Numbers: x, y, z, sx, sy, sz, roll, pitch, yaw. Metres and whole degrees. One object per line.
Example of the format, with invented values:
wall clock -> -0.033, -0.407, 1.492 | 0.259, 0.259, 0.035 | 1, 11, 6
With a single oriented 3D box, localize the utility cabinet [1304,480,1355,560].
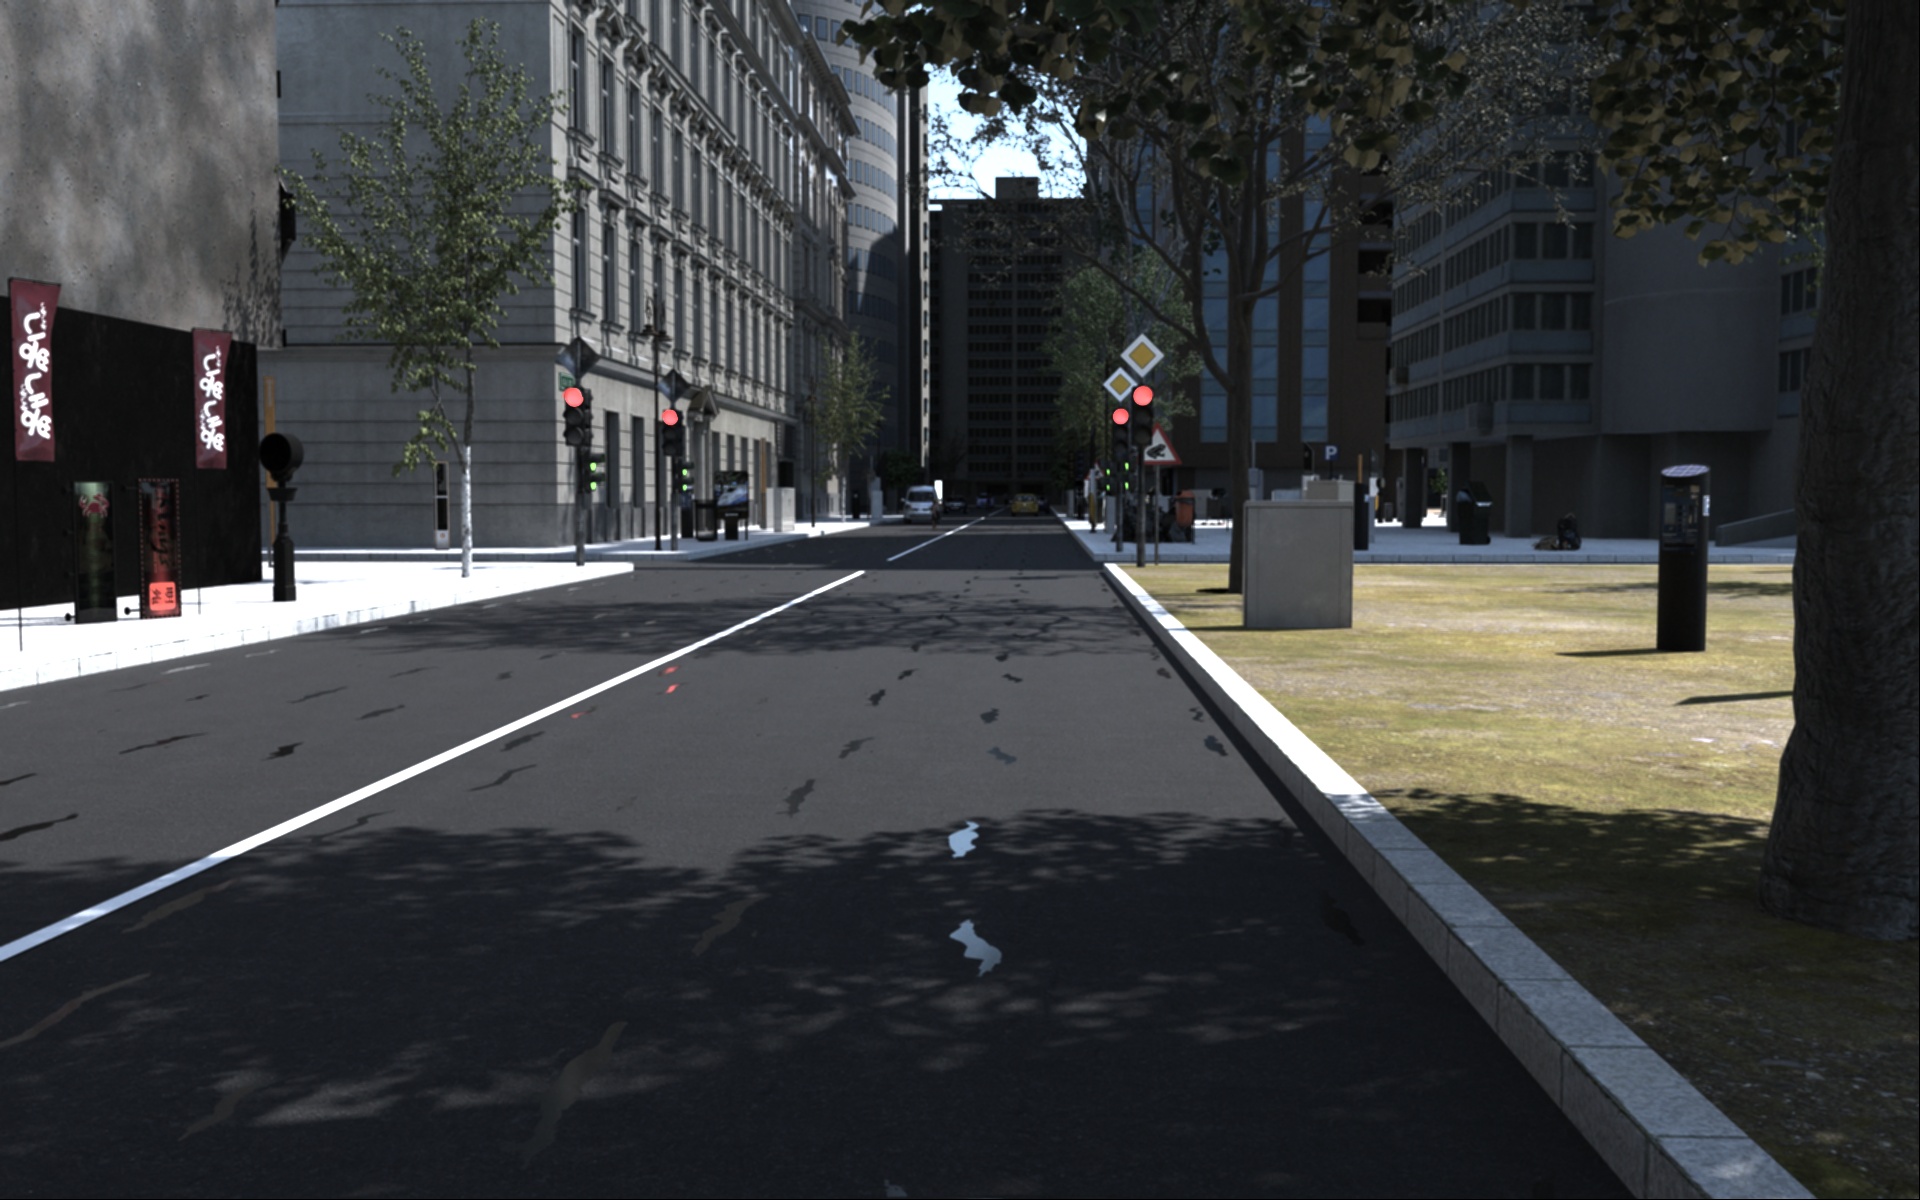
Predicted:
utility cabinet -> 5.912, -1.160, 27.637 | 0.318, 1.500, 1.173 | -1, 4, -12

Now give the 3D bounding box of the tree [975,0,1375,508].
tree -> 6.057, -11.734, 47.740 | 12.611, 20.169, 13.585 | 0, 3, 0

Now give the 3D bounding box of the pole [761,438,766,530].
pole -> -7.111, -4.210, 62.672 | 0.158, 3.312, 0.155 | 0, 3, 0

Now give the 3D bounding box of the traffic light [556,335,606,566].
traffic light -> -6.744, -2.557, 30.731 | 0.839, 4.253, 0.868 | 0, 4, 3

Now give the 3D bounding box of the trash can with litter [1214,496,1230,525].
trash can with litter -> 10.113, -3.704, 71.615 | 2.233, 1.210, 1.678 | 2, 4, 27

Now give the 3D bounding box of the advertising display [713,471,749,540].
advertising display -> -6.349, -2.621, 48.063 | 0.974, 1.923, 0.123 | -1, 4, -17

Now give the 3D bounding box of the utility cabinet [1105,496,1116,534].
utility cabinet -> 4.835, -2.717, 55.582 | 0.306, 1.237, 1.020 | 0, 4, 2

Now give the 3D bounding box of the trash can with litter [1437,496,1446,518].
trash can with litter -> 27.033, -5.111, 94.624 | 2.233, 1.210, 1.678 | 0, 4, 2

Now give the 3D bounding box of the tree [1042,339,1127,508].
tree -> 6.535, -8.002, 81.197 | 4.737, 8.622, 4.395 | 0, 3, 0

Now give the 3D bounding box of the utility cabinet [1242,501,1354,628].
utility cabinet -> 3.250, -0.338, 16.691 | 1.020, 1.237, 0.306 | 0, 4, 5

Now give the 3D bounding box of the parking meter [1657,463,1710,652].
parking meter -> 5.935, -0.355, 14.213 | 0.372, 1.533, 0.369 | 0, 3, 0

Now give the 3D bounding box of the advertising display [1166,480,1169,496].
advertising display -> 9.517, -4.538, 79.409 | 0.123, 1.923, 0.974 | 0, 4, 6

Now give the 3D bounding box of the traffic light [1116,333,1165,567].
traffic light -> 3.158, -2.531, 30.307 | 0.839, 4.253, 0.868 | 0, 4, 3

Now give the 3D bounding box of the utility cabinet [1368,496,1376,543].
utility cabinet -> 10.563, -2.091, 45.344 | 0.306, 1.237, 1.020 | 2, 4, 32

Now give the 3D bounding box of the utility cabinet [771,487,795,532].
utility cabinet -> -5.862, -3.013, 57.948 | 0.318, 1.500, 1.173 | 1, 4, 16

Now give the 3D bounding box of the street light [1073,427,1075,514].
street light -> 7.445, -8.543, 112.473 | 0.468, 5.910, 1.993 | 0, 4, 3

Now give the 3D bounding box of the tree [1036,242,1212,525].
tree -> 6.679, -8.911, 71.442 | 9.928, 11.665, 9.643 | 0, 3, 0

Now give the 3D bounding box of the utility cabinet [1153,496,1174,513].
utility cabinet -> 6.573, -2.646, 54.422 | 1.020, 1.237, 0.306 | 1, 4, 9

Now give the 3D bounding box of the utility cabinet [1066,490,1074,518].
utility cabinet -> 5.890, -5.145, 92.796 | 0.318, 1.500, 1.173 | 0, 4, -3

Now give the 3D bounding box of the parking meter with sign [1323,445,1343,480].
parking meter with sign -> 13.530, -4.046, 62.409 | 0.543, 3.016, 1.738 | 2, 4, 23

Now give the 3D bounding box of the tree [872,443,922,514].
tree -> -4.057, -7.775, 110.829 | 4.285, 4.588, 4.351 | 0, 3, 0

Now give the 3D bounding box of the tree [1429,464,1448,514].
tree -> 30.802, -7.125, 111.094 | 1.663, 3.219, 1.824 | 0, 3, 0

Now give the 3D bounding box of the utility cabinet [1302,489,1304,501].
utility cabinet -> 14.237, -3.699, 69.164 | 1.173, 1.500, 0.318 | 3, 4, 36

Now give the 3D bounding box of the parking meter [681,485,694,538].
parking meter -> -7.946, -2.571, 50.442 | 0.372, 1.533, 0.369 | 0, 3, 0

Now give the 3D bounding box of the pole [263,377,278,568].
pole -> -12.014, -2.223, 30.195 | 0.158, 3.312, 0.155 | 0, 3, 0

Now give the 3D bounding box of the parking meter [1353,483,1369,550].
parking meter -> 9.148, -1.906, 39.572 | 0.372, 1.533, 0.369 | 0, 3, 0

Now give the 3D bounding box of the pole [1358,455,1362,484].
pole -> 20.608, -5.840, 89.328 | 0.158, 3.312, 0.155 | 0, 3, 0

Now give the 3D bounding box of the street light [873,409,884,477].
street light -> -4.418, -7.413, 93.997 | 0.468, 5.910, 1.993 | 0, 4, 3

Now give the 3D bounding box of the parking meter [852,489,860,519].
parking meter -> -5.326, -4.915, 88.769 | 0.372, 1.533, 0.369 | 0, 3, 0

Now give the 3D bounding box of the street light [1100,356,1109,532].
street light -> 4.926, -5.228, 58.263 | 0.468, 5.910, 1.993 | 0, 4, 3

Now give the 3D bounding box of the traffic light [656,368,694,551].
traffic light -> -6.388, -3.045, 38.708 | 0.839, 4.253, 0.868 | 0, 4, 3

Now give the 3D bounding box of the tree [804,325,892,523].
tree -> -5.122, -7.708, 76.385 | 4.737, 8.622, 4.395 | 0, 3, 0

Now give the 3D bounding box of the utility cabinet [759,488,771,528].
utility cabinet -> -6.908, -3.406, 64.375 | 1.173, 1.500, 0.318 | -3, 5, -43

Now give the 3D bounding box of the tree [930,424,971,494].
tree -> -0.943, -14.160, 181.871 | 4.360, 8.622, 3.978 | 0, 3, 0

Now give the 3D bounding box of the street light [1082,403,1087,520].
street light -> 6.091, -6.884, 85.339 | 0.468, 5.910, 1.993 | 0, 4, 3

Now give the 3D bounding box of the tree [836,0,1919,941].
tree -> 2.908, -6.012, 4.947 | 9.857, 13.997, 8.962 | 0, 3, 0

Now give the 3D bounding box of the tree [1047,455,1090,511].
tree -> 8.405, -9.151, 133.335 | 4.285, 4.588, 4.351 | 0, 3, 0

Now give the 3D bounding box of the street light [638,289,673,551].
street light -> -6.859, -4.061, 39.186 | 0.468, 5.910, 1.993 | 0, 4, 3

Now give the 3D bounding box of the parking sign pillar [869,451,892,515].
parking sign pillar -> -4.924, -7.235, 106.769 | 1.447, 3.967, 1.447 | 1, 4, 16

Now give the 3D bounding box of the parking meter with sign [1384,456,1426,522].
parking meter with sign -> 20.332, -5.073, 79.211 | 1.738, 3.016, 0.543 | 0, 4, 5

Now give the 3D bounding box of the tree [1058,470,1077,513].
tree -> 7.585, -7.477, 116.852 | 1.663, 3.219, 1.824 | 0, 3, 0

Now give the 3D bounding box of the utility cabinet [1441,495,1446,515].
utility cabinet -> 29.849, -5.811, 106.165 | 0.306, 1.237, 1.020 | 3, 5, 39

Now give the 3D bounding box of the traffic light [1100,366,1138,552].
traffic light -> 3.514, -3.019, 38.284 | 0.839, 4.253, 0.868 | 0, 4, 3

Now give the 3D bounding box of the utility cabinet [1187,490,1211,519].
utility cabinet -> 12.095, -4.825, 87.570 | 1.173, 1.500, 0.318 | 2, 4, 27

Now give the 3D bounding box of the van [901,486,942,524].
van -> -1.849, -4.711, 84.040 | 2.013, 2.044, 4.112 | 0, 4, 1

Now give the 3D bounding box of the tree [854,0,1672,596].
tree -> 3.503, -6.829, 22.020 | 12.009, 13.543, 11.850 | 0, 3, 0

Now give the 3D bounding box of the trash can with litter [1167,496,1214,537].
trash can with litter -> 6.370, -2.506, 52.026 | 1.678, 1.210, 2.233 | -1, 4, -12

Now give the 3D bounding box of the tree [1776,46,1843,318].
tree -> 14.127, -4.568, 25.048 | 4.737, 8.622, 4.395 | 0, 3, 0

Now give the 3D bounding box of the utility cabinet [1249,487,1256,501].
utility cabinet -> 9.039, -2.764, 53.872 | 0.318, 1.500, 1.173 | 0, 4, 7

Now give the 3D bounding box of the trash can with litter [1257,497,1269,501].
trash can with litter -> 13.041, -3.856, 74.433 | 0.624, 1.170, 1.055 | 1, 4, 14

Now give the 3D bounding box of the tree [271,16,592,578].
tree -> -7.831, -4.651, 26.405 | 4.737, 8.622, 4.395 | 0, 3, 0

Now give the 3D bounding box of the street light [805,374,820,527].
street light -> -5.660, -5.739, 66.623 | 0.468, 5.910, 1.993 | 0, 4, 3
